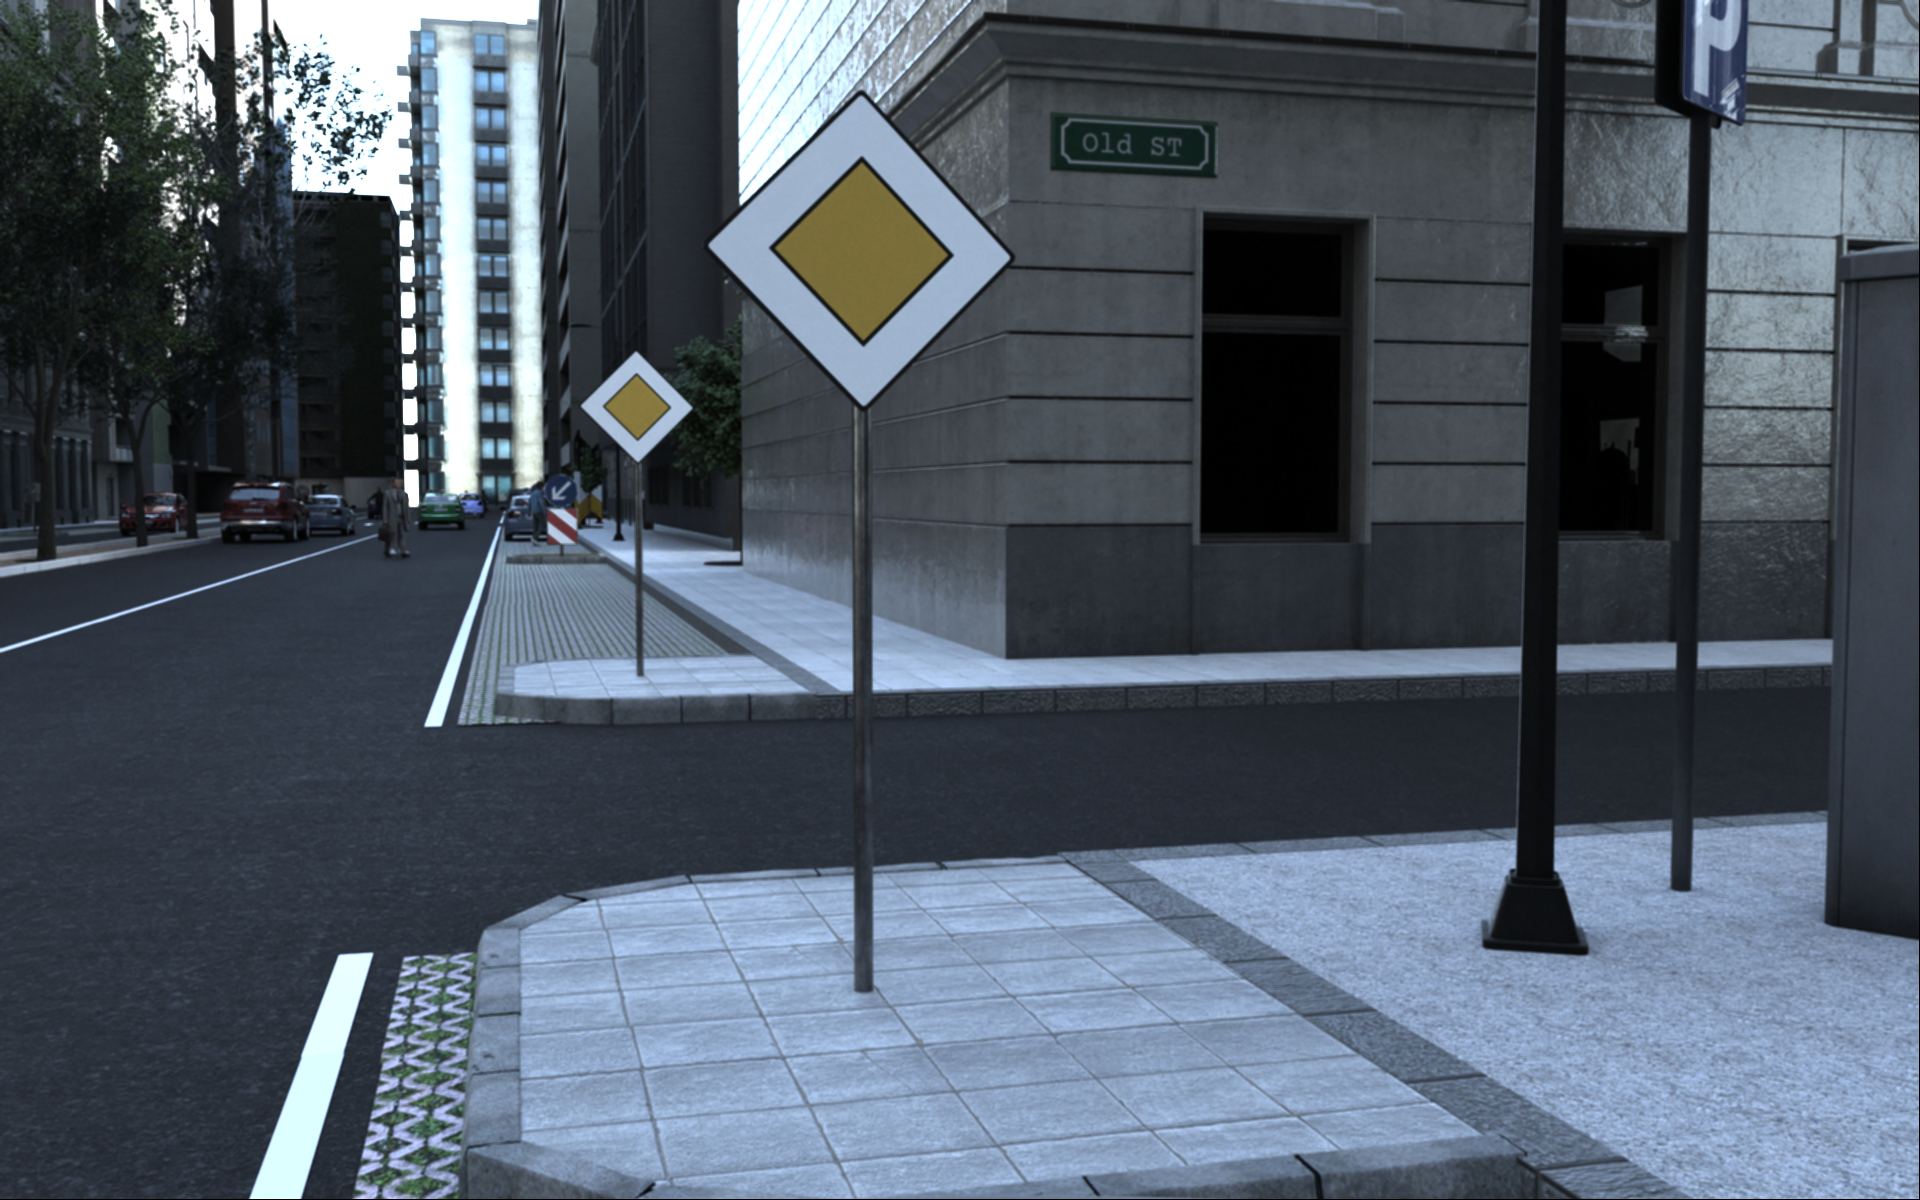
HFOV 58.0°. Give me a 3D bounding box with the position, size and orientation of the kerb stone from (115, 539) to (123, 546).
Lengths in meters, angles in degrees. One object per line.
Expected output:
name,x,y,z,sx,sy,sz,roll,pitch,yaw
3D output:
kerb stone,-23.456,-1.581,48.052,0.120,0.150,1.000,-1,4,-14

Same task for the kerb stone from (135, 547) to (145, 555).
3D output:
kerb stone,-19.366,-1.128,40.645,0.120,0.150,1.000,-1,4,-14

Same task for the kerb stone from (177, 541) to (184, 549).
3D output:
kerb stone,-20.665,-1.432,45.623,0.120,0.150,1.000,-1,4,-14

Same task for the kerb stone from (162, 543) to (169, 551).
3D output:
kerb stone,-20.147,-1.311,43.629,0.120,0.150,1.000,-1,4,-14

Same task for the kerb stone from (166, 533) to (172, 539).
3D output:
kerb stone,-25.259,-2.006,54.993,0.120,0.150,1.000,-1,4,-14

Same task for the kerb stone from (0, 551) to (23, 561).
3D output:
kerb stone,-20.890,-0.972,38.138,0.120,0.150,1.000,-1,4,-14

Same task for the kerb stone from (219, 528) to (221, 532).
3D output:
kerb stone,-27.830,-2.614,64.929,0.120,0.150,1.000,-1,4,-14

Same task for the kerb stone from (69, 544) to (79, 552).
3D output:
kerb stone,-22.173,-1.276,43.095,0.120,0.150,1.000,-1,4,-14

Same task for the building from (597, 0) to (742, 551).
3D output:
building,-2.906,-15.730,50.691,14.314,27.812,24.014,-1,4,-14

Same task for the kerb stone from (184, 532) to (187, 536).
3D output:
kerb stone,-26.042,-2.188,57.973,0.120,0.150,1.000,-1,4,-14

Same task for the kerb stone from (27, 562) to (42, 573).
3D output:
kerb stone,-17.053,-0.582,31.718,0.120,0.150,1.000,-1,4,-14

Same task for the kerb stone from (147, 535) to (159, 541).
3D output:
kerb stone,-24.741,-1.883,53.001,0.120,0.150,1.000,-1,4,-14

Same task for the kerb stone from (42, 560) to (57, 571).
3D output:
kerb stone,-17.305,-0.643,32.709,0.120,0.150,1.000,-1,4,-14

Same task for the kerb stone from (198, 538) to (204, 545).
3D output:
kerb stone,-21.431,-1.615,48.593,0.120,0.150,1.000,-1,4,-14

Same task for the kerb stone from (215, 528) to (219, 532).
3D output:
kerb stone,-27.578,-2.552,63.927,0.120,0.150,1.000,-1,4,-14

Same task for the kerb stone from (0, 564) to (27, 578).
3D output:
kerb stone,-16.796,-0.522,30.725,0.120,0.150,1.000,-1,4,-14

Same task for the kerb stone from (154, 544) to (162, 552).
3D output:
kerb stone,-19.882,-1.250,42.631,0.120,0.150,1.000,-1,4,-14

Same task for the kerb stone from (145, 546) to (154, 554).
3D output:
kerb stone,-19.617,-1.189,41.644,0.120,0.150,1.000,-1,4,-14

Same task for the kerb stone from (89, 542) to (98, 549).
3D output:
kerb stone,-22.688,-1.391,45.075,0.120,0.150,1.000,-1,4,-14

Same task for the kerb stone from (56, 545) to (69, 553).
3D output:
kerb stone,-21.915,-1.217,42.098,0.120,0.150,1.000,-1,4,-14

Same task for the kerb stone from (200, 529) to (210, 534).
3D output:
kerb stone,-27.068,-2.425,61.945,0.120,0.150,1.000,-1,4,-14

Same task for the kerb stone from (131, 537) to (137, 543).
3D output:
kerb stone,-23.974,-1.702,50.031,0.120,0.150,1.000,-1,4,-14

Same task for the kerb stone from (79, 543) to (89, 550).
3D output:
kerb stone,-22.431,-1.339,44.085,0.120,0.150,1.000,-1,4,-14

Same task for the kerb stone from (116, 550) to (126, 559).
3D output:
kerb stone,-18.851,-1.004,38.662,0.120,0.150,1.000,-1,4,-14

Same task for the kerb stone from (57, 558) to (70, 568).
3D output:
kerb stone,-17.565,-0.704,33.698,0.120,0.150,1.000,-1,4,-14

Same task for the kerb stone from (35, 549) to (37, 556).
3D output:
kerb stone,-21.397,-1.096,40.120,0.120,0.150,1.000,-1,4,-14

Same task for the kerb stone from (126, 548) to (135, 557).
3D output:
kerb stone,-19.115,-1.068,39.654,0.120,0.150,1.000,-1,4,-14

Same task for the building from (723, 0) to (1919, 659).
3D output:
building,19.127,-15.235,25.503,44.131,29.872,17.030,-1,4,-14

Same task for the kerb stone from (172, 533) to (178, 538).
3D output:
kerb stone,-25.518,-2.067,55.989,0.120,0.150,1.000,-1,4,-14

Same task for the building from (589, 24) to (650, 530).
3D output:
building,-8.974,-16.963,74.616,12.463,27.353,25.104,-1,4,-14

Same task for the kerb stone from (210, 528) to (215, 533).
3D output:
kerb stone,-27.318,-2.492,62.936,0.120,0.150,1.000,-1,4,-14

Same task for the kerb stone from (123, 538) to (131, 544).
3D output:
kerb stone,-23.712,-1.642,49.042,0.120,0.150,1.000,-1,4,-14

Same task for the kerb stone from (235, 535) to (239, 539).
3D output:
kerb stone,-23.492,-2.100,56.532,0.120,0.150,1.000,-1,4,-14

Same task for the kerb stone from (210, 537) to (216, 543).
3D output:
kerb stone,-21.940,-1.736,50.576,0.120,0.150,1.000,-1,4,-14

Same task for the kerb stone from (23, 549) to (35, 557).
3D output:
kerb stone,-21.147,-1.036,39.128,0.120,0.150,1.000,-1,4,-14

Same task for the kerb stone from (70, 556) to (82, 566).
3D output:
kerb stone,-17.829,-0.764,34.685,0.120,0.150,1.000,-1,4,-14

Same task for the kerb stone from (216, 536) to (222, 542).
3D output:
kerb stone,-22.197,-1.791,51.566,0.120,0.150,1.000,-1,4,-14

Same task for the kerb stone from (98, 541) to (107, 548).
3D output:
kerb stone,-22.943,-1.453,46.073,0.120,0.150,1.000,-1,4,-14

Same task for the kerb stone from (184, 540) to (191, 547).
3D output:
kerb stone,-20.910,-1.490,46.616,0.120,0.150,1.000,-1,4,-14

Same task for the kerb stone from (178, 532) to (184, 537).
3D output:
kerb stone,-25.776,-2.125,56.978,0.120,0.150,1.000,-1,4,-14

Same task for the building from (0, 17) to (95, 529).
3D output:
building,-40.528,-13.268,66.089,9.793,20.994,18.267,-1,4,-14

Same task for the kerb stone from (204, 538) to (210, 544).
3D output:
kerb stone,-21.690,-1.675,49.583,0.120,0.150,1.000,-1,4,-14

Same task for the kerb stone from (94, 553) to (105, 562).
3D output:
kerb stone,-18.333,-0.883,36.677,0.120,0.150,1.000,-1,4,-14

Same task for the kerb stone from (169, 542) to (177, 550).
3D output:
kerb stone,-20.406,-1.371,44.618,0.120,0.150,1.000,-1,4,-14

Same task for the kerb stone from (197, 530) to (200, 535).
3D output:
kerb stone,-26.548,-2.310,59.963,0.120,0.150,1.000,-1,4,-14

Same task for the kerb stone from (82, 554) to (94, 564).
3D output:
kerb stone,-18.077,-0.825,35.677,0.120,0.150,1.000,-1,4,-14

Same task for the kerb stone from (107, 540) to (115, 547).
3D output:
kerb stone,-23.201,-1.521,47.062,0.120,0.150,1.000,-1,4,-14

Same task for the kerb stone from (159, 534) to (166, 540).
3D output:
kerb stone,-25.002,-1.943,53.990,0.120,0.150,1.000,-1,4,-14

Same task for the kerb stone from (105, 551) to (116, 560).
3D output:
kerb stone,-18.590,-0.944,37.667,0.120,0.150,1.000,-1,4,-14

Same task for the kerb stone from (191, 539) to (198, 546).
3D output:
kerb stone,-21.168,-1.552,47.605,0.120,0.150,1.000,-1,4,-14

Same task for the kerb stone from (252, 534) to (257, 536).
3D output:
kerb stone,-24.267,-2.278,59.500,0.120,0.150,1.000,-1,4,-14
